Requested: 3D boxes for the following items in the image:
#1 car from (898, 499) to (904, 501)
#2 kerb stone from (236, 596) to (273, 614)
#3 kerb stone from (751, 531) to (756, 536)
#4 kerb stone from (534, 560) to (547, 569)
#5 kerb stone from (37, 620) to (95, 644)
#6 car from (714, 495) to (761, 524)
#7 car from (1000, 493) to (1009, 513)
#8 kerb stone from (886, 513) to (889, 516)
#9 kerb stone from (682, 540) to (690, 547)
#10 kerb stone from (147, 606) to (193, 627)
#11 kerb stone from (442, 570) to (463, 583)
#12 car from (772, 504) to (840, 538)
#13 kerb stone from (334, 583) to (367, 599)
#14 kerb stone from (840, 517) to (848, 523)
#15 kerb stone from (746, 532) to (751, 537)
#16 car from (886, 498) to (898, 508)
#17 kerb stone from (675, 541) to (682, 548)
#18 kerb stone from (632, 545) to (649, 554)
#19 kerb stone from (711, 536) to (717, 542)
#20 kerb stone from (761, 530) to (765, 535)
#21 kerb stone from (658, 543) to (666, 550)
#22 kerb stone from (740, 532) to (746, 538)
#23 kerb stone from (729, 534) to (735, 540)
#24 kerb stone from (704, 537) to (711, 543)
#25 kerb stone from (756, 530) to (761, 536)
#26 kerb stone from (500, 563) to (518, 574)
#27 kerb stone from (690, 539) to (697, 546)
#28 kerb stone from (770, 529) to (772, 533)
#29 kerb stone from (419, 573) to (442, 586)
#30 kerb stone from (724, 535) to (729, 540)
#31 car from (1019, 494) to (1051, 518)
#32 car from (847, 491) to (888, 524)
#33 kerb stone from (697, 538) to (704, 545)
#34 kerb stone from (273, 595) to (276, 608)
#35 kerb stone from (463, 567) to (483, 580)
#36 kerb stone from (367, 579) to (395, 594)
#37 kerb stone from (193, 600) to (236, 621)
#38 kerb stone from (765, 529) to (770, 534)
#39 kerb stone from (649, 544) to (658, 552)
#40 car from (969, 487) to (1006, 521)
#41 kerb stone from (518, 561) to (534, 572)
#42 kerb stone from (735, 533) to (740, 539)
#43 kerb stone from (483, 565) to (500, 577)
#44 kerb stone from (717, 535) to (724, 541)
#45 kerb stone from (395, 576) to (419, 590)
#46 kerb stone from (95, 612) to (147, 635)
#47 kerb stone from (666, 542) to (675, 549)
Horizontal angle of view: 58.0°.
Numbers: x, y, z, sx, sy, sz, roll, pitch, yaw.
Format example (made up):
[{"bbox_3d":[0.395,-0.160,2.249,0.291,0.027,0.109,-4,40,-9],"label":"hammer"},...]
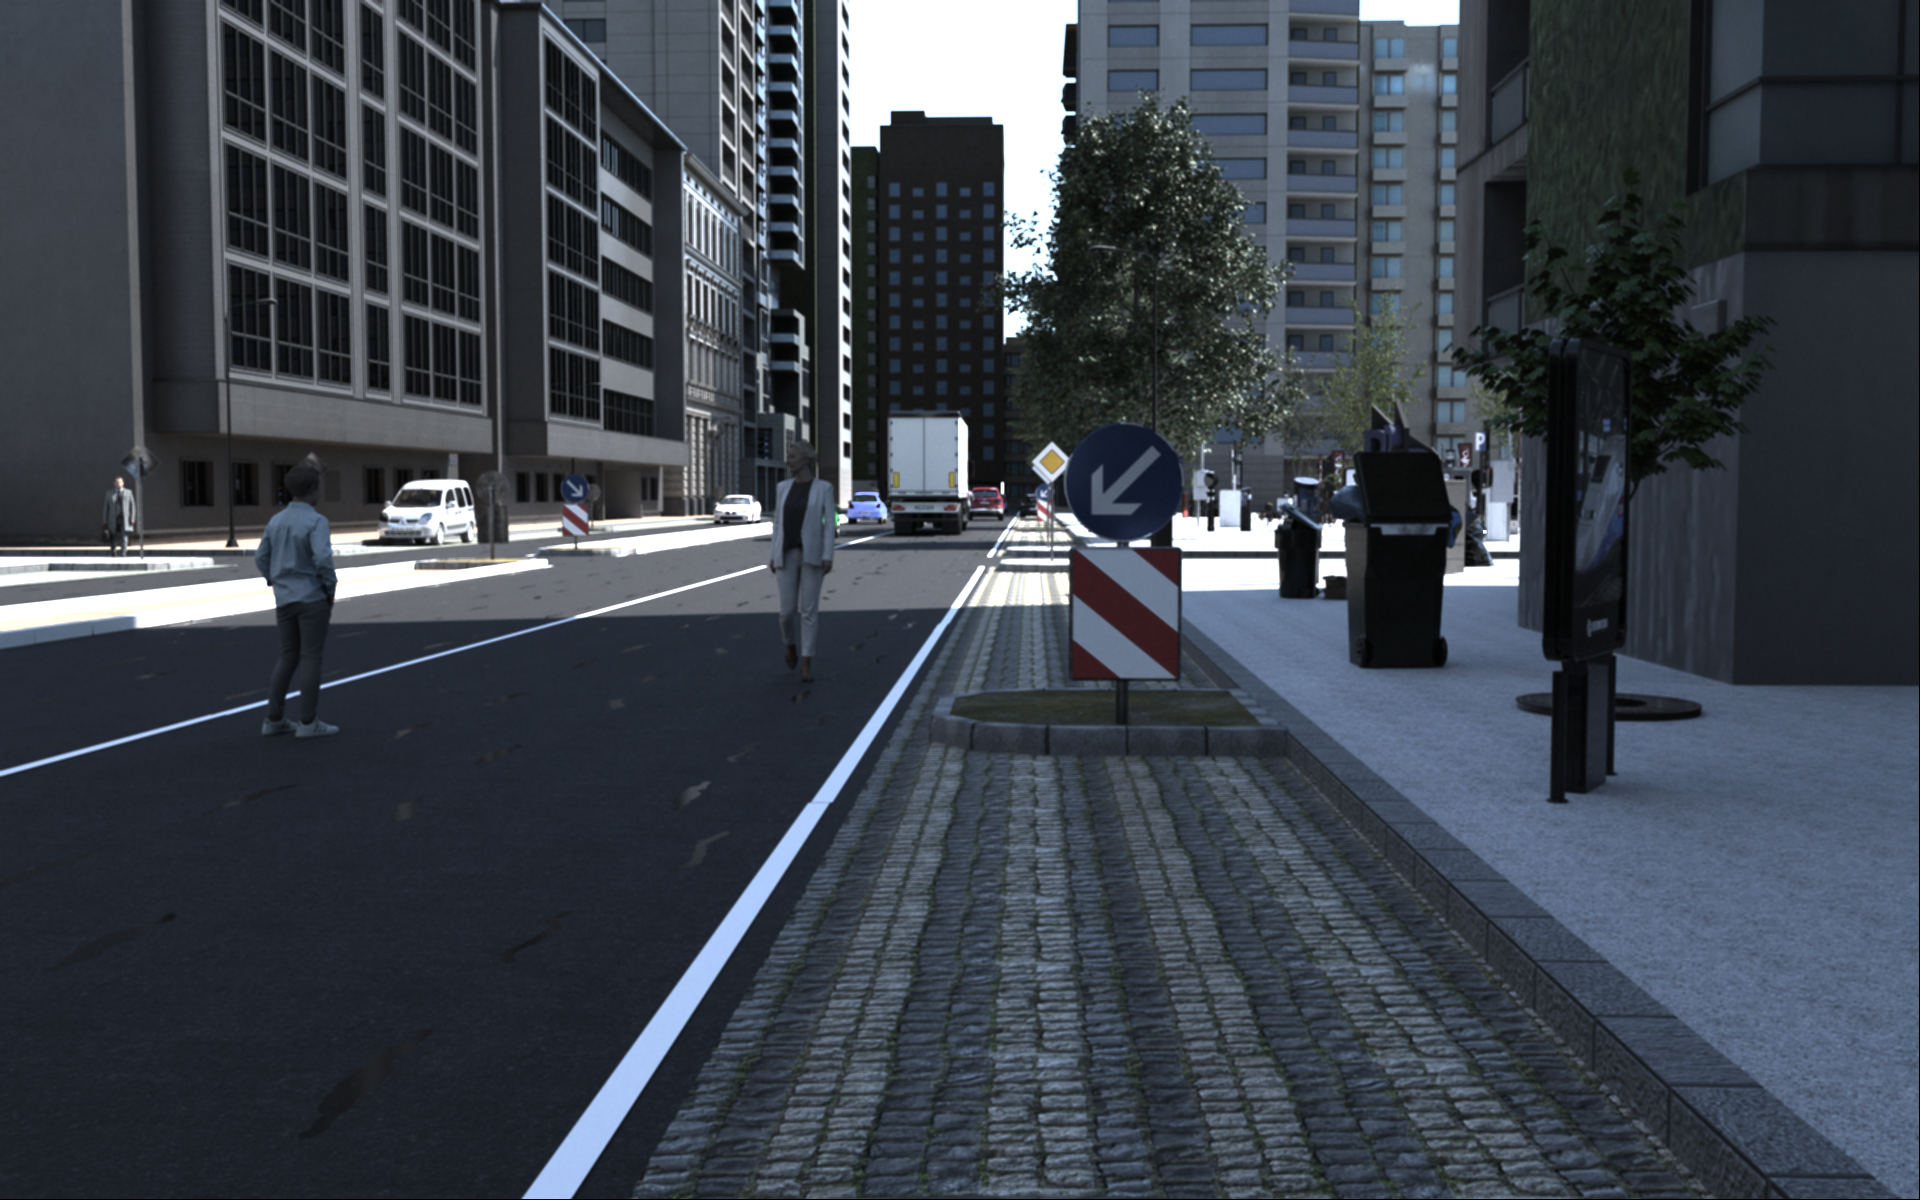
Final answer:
[{"bbox_3d":[-3.262,-6.755,119.477,2.155,1.783,4.494,0,4,1],"label":"car"},{"bbox_3d":[-8.679,0.066,21.109,0.120,0.150,1.000,0,4,2],"label":"kerb stone"},{"bbox_3d":[-7.128,-2.225,58.575,0.120,0.150,1.000,0,4,2],"label":"kerb stone"},{"bbox_3d":[-8.167,-0.685,33.428,0.120,0.150,1.000,0,4,2],"label":"kerb stone"},{"bbox_3d":[-8.855,0.317,17.007,0.120,0.150,1.000,0,4,2],"label":"kerb stone"},{"bbox_3d":[-10.750,-4.376,83.909,2.083,1.381,4.827,0,4,1],"label":"car"},{"bbox_3d":[2.801,-7.581,133.535,1.945,1.707,3.694,0,4,4],"label":"car"},{"bbox_3d":[-4.791,-5.668,114.917,0.120,0.150,1.000,0,4,2],"label":"kerb stone"},{"bbox_3d":[-7.593,-1.534,47.277,0.120,0.150,1.000,0,4,2],"label":"kerb stone"},{"bbox_3d":[-8.773,0.192,19.059,0.120,0.150,1.000,0,4,2],"label":"kerb stone"},{"bbox_3d":[-8.380,-0.372,28.284,0.120,0.150,1.000,0,4,2],"label":"kerb stone"},{"bbox_3d":[-4.869,-2.831,55.075,1.959,1.807,4.718,0,4,2],"label":"car"},{"bbox_3d":[-8.558,-0.114,24.173,0.120,0.150,1.000,0,4,2],"label":"kerb stone"},{"bbox_3d":[-5.895,-4.042,88.288,0.120,0.150,1.000,0,4,2],"label":"kerb stone"},{"bbox_3d":[-7.171,-2.162,57.543,0.120,0.150,1.000,0,4,2],"label":"kerb stone"},{"bbox_3d":[-6.915,-10.772,185.902,2.009,1.686,4.222,0,4,4],"label":"car"},{"bbox_3d":[-7.644,-1.469,46.256,0.120,0.150,1.000,0,4,2],"label":"kerb stone"},{"bbox_3d":[-7.803,-1.221,42.155,0.120,0.150,1.000,0,4,2],"label":"kerb stone"},{"bbox_3d":[-7.425,-1.785,51.381,0.120,0.150,1.000,0,4,2],"label":"kerb stone"},{"bbox_3d":[-7.040,-2.351,60.630,0.120,0.150,1.000,0,4,2],"label":"kerb stone"},{"bbox_3d":[-7.725,-1.347,44.213,0.120,0.150,1.000,0,4,2],"label":"kerb stone"},{"bbox_3d":[-7.216,-2.099,56.521,0.120,0.150,1.000,0,4,2],"label":"kerb stone"},{"bbox_3d":[-7.292,-1.974,54.468,0.120,0.150,1.000,0,4,2],"label":"kerb stone"},{"bbox_3d":[-7.462,-1.723,50.360,0.120,0.150,1.000,0,4,2],"label":"kerb stone"},{"bbox_3d":[-7.085,-2.288,59.606,0.120,0.150,1.000,0,4,2],"label":"kerb stone"},{"bbox_3d":[-8.260,-0.561,31.365,0.120,0.150,1.000,0,4,2],"label":"kerb stone"},{"bbox_3d":[-7.561,-1.597,48.309,0.120,0.150,1.000,0,4,2],"label":"kerb stone"},{"bbox_3d":[-6.959,-2.469,62.693,0.120,0.150,1.000,0,4,2],"label":"kerb stone"},{"bbox_3d":[-8.424,-0.310,27.257,0.120,0.150,1.000,0,4,2],"label":"kerb stone"},{"bbox_3d":[-7.342,-1.910,53.447,0.120,0.150,1.000,0,4,2],"label":"kerb stone"},{"bbox_3d":[4.453,-5.687,102.765,2.009,1.686,4.222,0,4,4],"label":"car"},{"bbox_3d":[-4.475,-4.537,83.779,1.945,1.707,3.694,0,4,1],"label":"car"},{"bbox_3d":[-7.510,-1.657,49.339,0.120,0.150,1.000,0,4,2],"label":"kerb stone"},{"bbox_3d":[-8.642,0.008,22.130,0.120,0.150,1.000,0,4,2],"label":"kerb stone"},{"bbox_3d":[-8.340,-0.435,29.305,0.120,0.150,1.000,0,4,2],"label":"kerb stone"},{"bbox_3d":[-8.508,-0.180,25.199,0.120,0.150,1.000,0,4,2],"label":"kerb stone"},{"bbox_3d":[-8.719,0.131,20.080,0.120,0.150,1.000,0,4,2],"label":"kerb stone"},{"bbox_3d":[-6.999,-2.414,61.659,0.120,0.150,1.000,0,4,2],"label":"kerb stone"},{"bbox_3d":[-7.764,-1.284,43.189,0.120,0.150,1.000,0,4,2],"label":"kerb stone"},{"bbox_3d":[1.380,-5.287,95.122,2.281,1.827,5.304,0,4,1],"label":"car"},{"bbox_3d":[-8.214,-0.624,32.395,0.120,0.150,1.000,0,4,2],"label":"kerb stone"},{"bbox_3d":[-7.259,-2.036,55.490,0.120,0.150,1.000,0,4,2],"label":"kerb stone"},{"bbox_3d":[-8.304,-0.497,30.327,0.120,0.150,1.000,0,4,2],"label":"kerb stone"},{"bbox_3d":[-7.382,-1.849,52.419,0.120,0.150,1.000,0,4,2],"label":"kerb stone"},{"bbox_3d":[-8.463,-0.246,26.221,0.120,0.150,1.000,0,4,2],"label":"kerb stone"},{"bbox_3d":[-8.810,0.259,18.038,0.120,0.150,1.000,0,4,2],"label":"kerb stone"},{"bbox_3d":[-7.684,-1.405,45.235,0.120,0.150,1.000,0,4,2],"label":"kerb stone"}]
